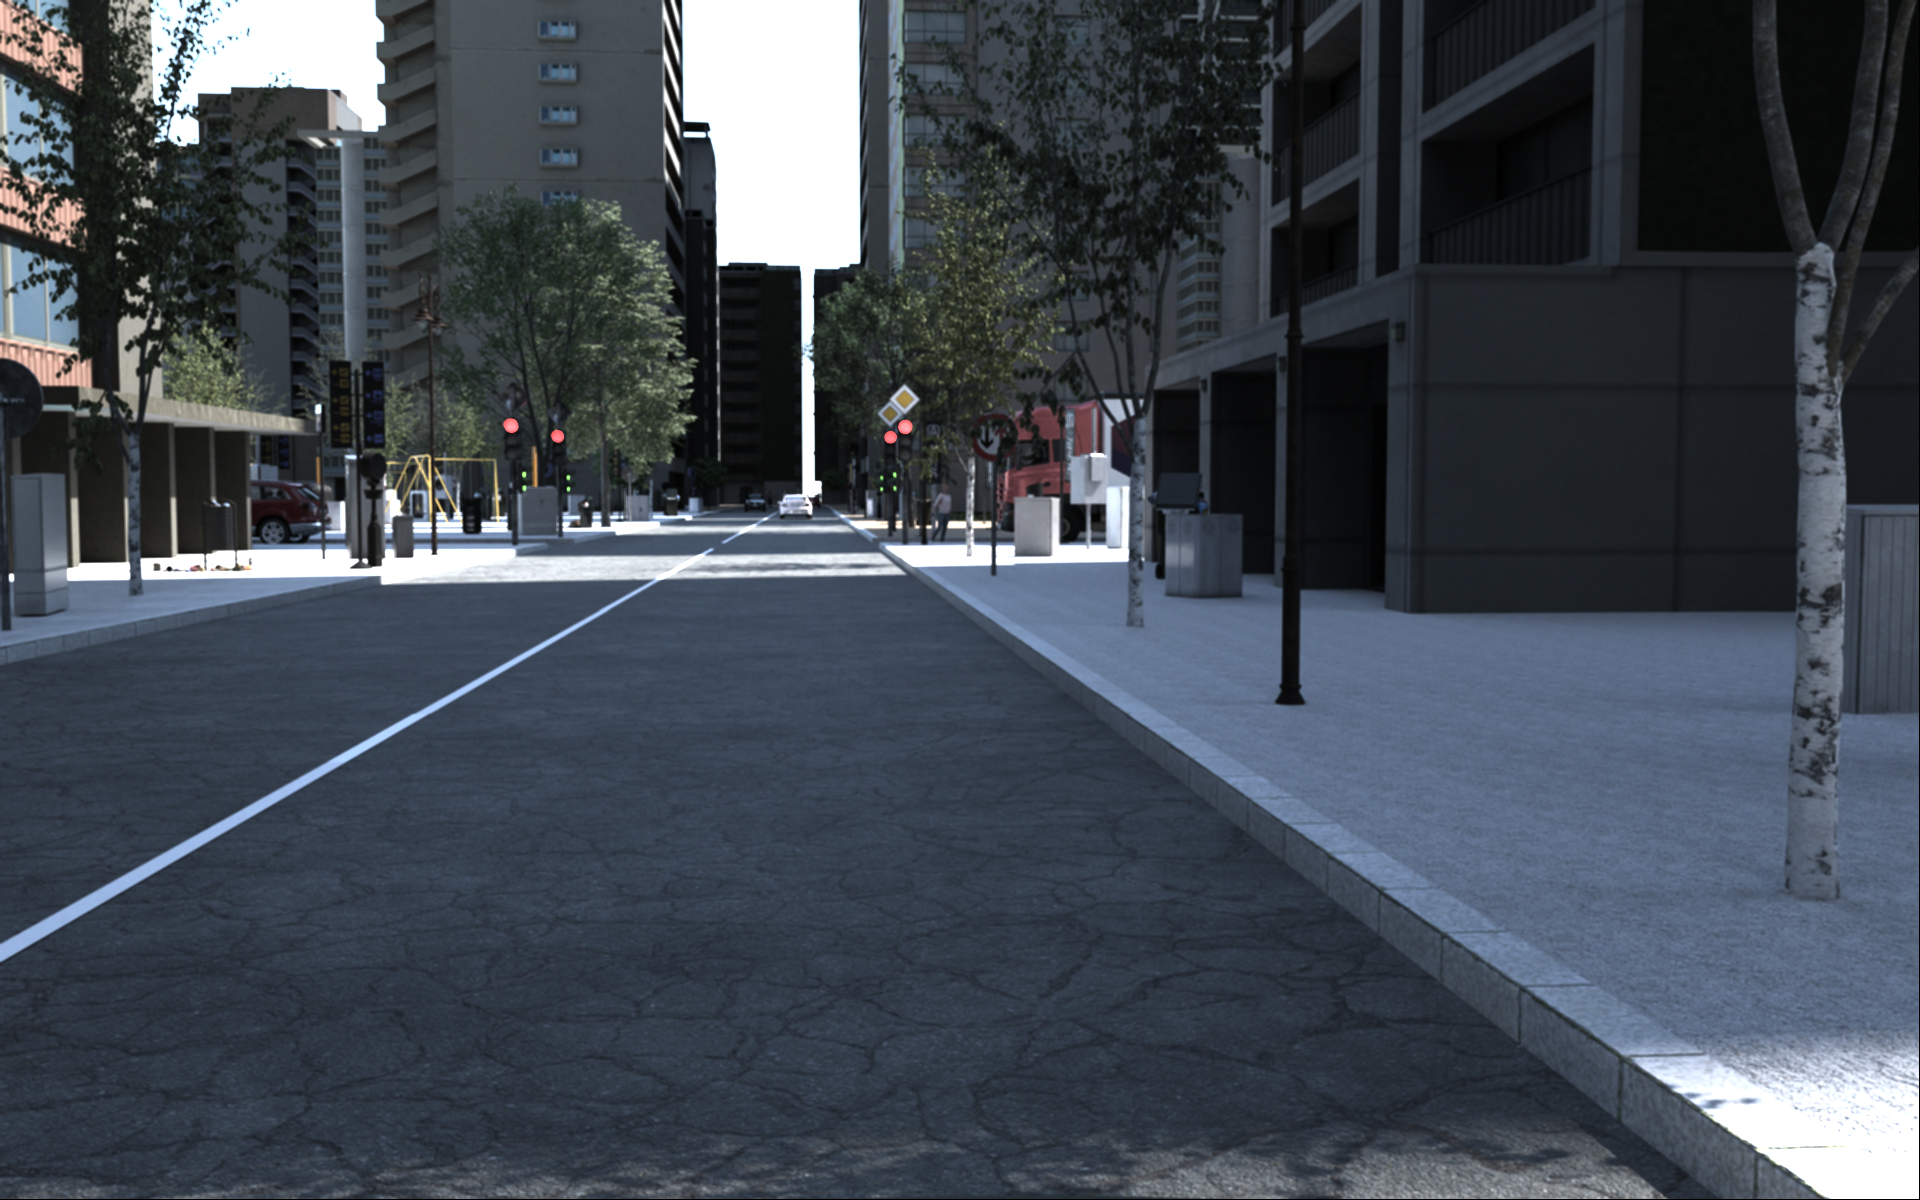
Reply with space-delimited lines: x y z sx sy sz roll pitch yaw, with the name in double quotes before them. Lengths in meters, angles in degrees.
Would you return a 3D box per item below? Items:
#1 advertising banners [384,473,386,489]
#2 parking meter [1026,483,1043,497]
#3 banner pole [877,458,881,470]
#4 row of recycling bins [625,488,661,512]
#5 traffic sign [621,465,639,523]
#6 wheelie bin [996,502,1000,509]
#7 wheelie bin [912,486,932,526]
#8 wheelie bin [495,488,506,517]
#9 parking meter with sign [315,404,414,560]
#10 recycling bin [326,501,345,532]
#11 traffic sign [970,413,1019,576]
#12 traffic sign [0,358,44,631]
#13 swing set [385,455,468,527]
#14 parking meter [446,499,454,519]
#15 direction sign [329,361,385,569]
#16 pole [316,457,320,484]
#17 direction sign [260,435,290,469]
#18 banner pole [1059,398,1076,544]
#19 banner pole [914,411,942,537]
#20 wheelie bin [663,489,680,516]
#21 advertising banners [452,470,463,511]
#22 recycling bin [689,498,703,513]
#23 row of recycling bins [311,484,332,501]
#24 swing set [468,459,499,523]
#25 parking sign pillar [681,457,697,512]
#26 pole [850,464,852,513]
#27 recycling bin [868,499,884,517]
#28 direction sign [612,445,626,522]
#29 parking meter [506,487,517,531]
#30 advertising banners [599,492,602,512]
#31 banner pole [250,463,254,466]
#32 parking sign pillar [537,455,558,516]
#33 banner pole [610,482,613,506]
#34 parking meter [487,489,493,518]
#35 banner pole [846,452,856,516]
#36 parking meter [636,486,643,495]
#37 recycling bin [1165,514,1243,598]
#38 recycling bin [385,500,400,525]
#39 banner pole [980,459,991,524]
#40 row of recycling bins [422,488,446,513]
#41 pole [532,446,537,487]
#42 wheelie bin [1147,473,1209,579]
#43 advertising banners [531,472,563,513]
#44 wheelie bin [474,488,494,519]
"advertising banners" -33.349 -6.338 99.821 0.090 3.025 2.074 0 4 -1
"parking meter" 1.634 -1.815 38.091 0.372 1.533 0.369 0 3 0
"banner pole" -5.592 -7.945 119.917 0.401 3.779 0.863 1 4 23
"row of recycling bins" -22.793 -7.155 124.098 3.534 1.692 1.069 3 4 37
"traffic sign" -14.522 -4.657 76.255 0.768 2.556 0.104 0 4 -1
"wheelie bin" 1.856 -3.972 72.848 0.693 1.594 0.980 1 4 13
"wheelie bin" -1.525 -3.802 70.063 0.980 1.594 0.693 -1 4 -10
"wheelie bin" -25.552 -5.390 96.039 0.693 1.594 0.980 -2 4 -35
"parking meter with sign" -11.734 -2.321 34.210 1.738 3.016 0.543 -2 4 -31
"recycling bin" -21.591 -2.881 59.663 0.722 1.027 0.722 0 4 -8
"traffic sign" 0.533 -1.659 27.237 0.768 2.556 0.104 0 4 -3
"traffic sign" -8.982 -0.987 16.236 0.768 2.556 0.104 0 4 -5
"swing set" -21.852 -4.439 70.191 2.862 2.851 3.119 -2 4 -28
"parking meter" -26.481 -4.983 89.880 0.372 1.533 0.369 0 3 0
"direction sign" -10.283 -2.301 29.615 0.876 3.537 0.379 -1 4 -19
"pole" -35.379 -6.219 95.530 0.158 3.312 0.155 0 3 0
"direction sign" -21.607 -3.834 54.685 0.876 3.537 0.379 0 4 -6
"banner pole" 2.752 -3.351 44.810 0.401 3.779 0.863 -2 4 -29
"banner pole" -0.946 -3.781 51.833 0.863 3.779 0.401 0 4 -6
"wheelie bin" -16.573 -5.599 99.452 0.980 1.594 0.693 0 4 -5
"advertising banners" -35.717 -7.778 123.364 0.090 3.025 2.074 1 4 9
"recycling bin" -17.803 -6.378 116.827 0.722 1.027 0.722 1 4 20
"row of recycling bins" -26.045 -3.863 70.279 1.069 1.692 3.534 -1 4 -17
"swing set" -21.965 -4.855 76.997 3.119 2.851 2.862 -1 4 -18
"parking sign pillar" -19.571 -8.400 125.814 1.447 3.967 1.447 1 4 14
"pole" -7.265 -7.458 115.787 0.158 3.312 0.155 0 3 0
"recycling bin" -4.701 -5.150 96.749 0.722 1.027 0.722 -2 4 -28
"direction sign" -15.625 -5.348 79.441 0.876 3.537 0.379 3 4 38
"parking meter" -15.616 -3.180 60.411 0.372 1.533 0.369 0 3 0
"advertising banners" -24.939 -7.672 121.619 0.090 3.025 2.074 1 4 9
"banner pole" -50.631 -8.158 123.403 0.863 3.779 0.401 0 4 3
"parking sign pillar" -24.285 -6.894 101.192 1.447 3.967 1.447 -2 4 -24
"banner pole" -24.920 -8.183 123.802 0.401 3.779 0.863 1 4 11
"parking meter" -25.610 -5.248 94.223 0.372 1.533 0.369 0 3 0
"banner pole" -6.347 -6.929 103.298 0.401 3.779 0.863 -1 4 -20
"parking meter" -19.414 -6.066 104.886 0.255 1.863 0.399 -3 5 -39
"recycling bin" 3.057 -0.561 21.720 0.722 1.027 0.722 -2 4 -27
"recycling bin" -23.966 -3.673 72.603 0.722 1.027 0.722 1 4 15
"banner pole" 1.202 -5.139 74.037 0.401 3.779 0.863 -3 5 -44
"row of recycling bins" -36.768 -6.980 121.239 1.069 1.692 3.534 0 4 0
"pole" -18.093 -4.882 73.669 0.158 3.312 0.155 0 3 0
"wheelie bin" 3.315 -1.122 26.250 0.980 1.594 0.693 1 4 21
"advertising banners" -24.702 -6.557 103.394 2.074 3.025 0.090 1 4 13
"wheelie bin" -24.278 -4.903 88.071 0.693 1.594 0.980 0 4 5
